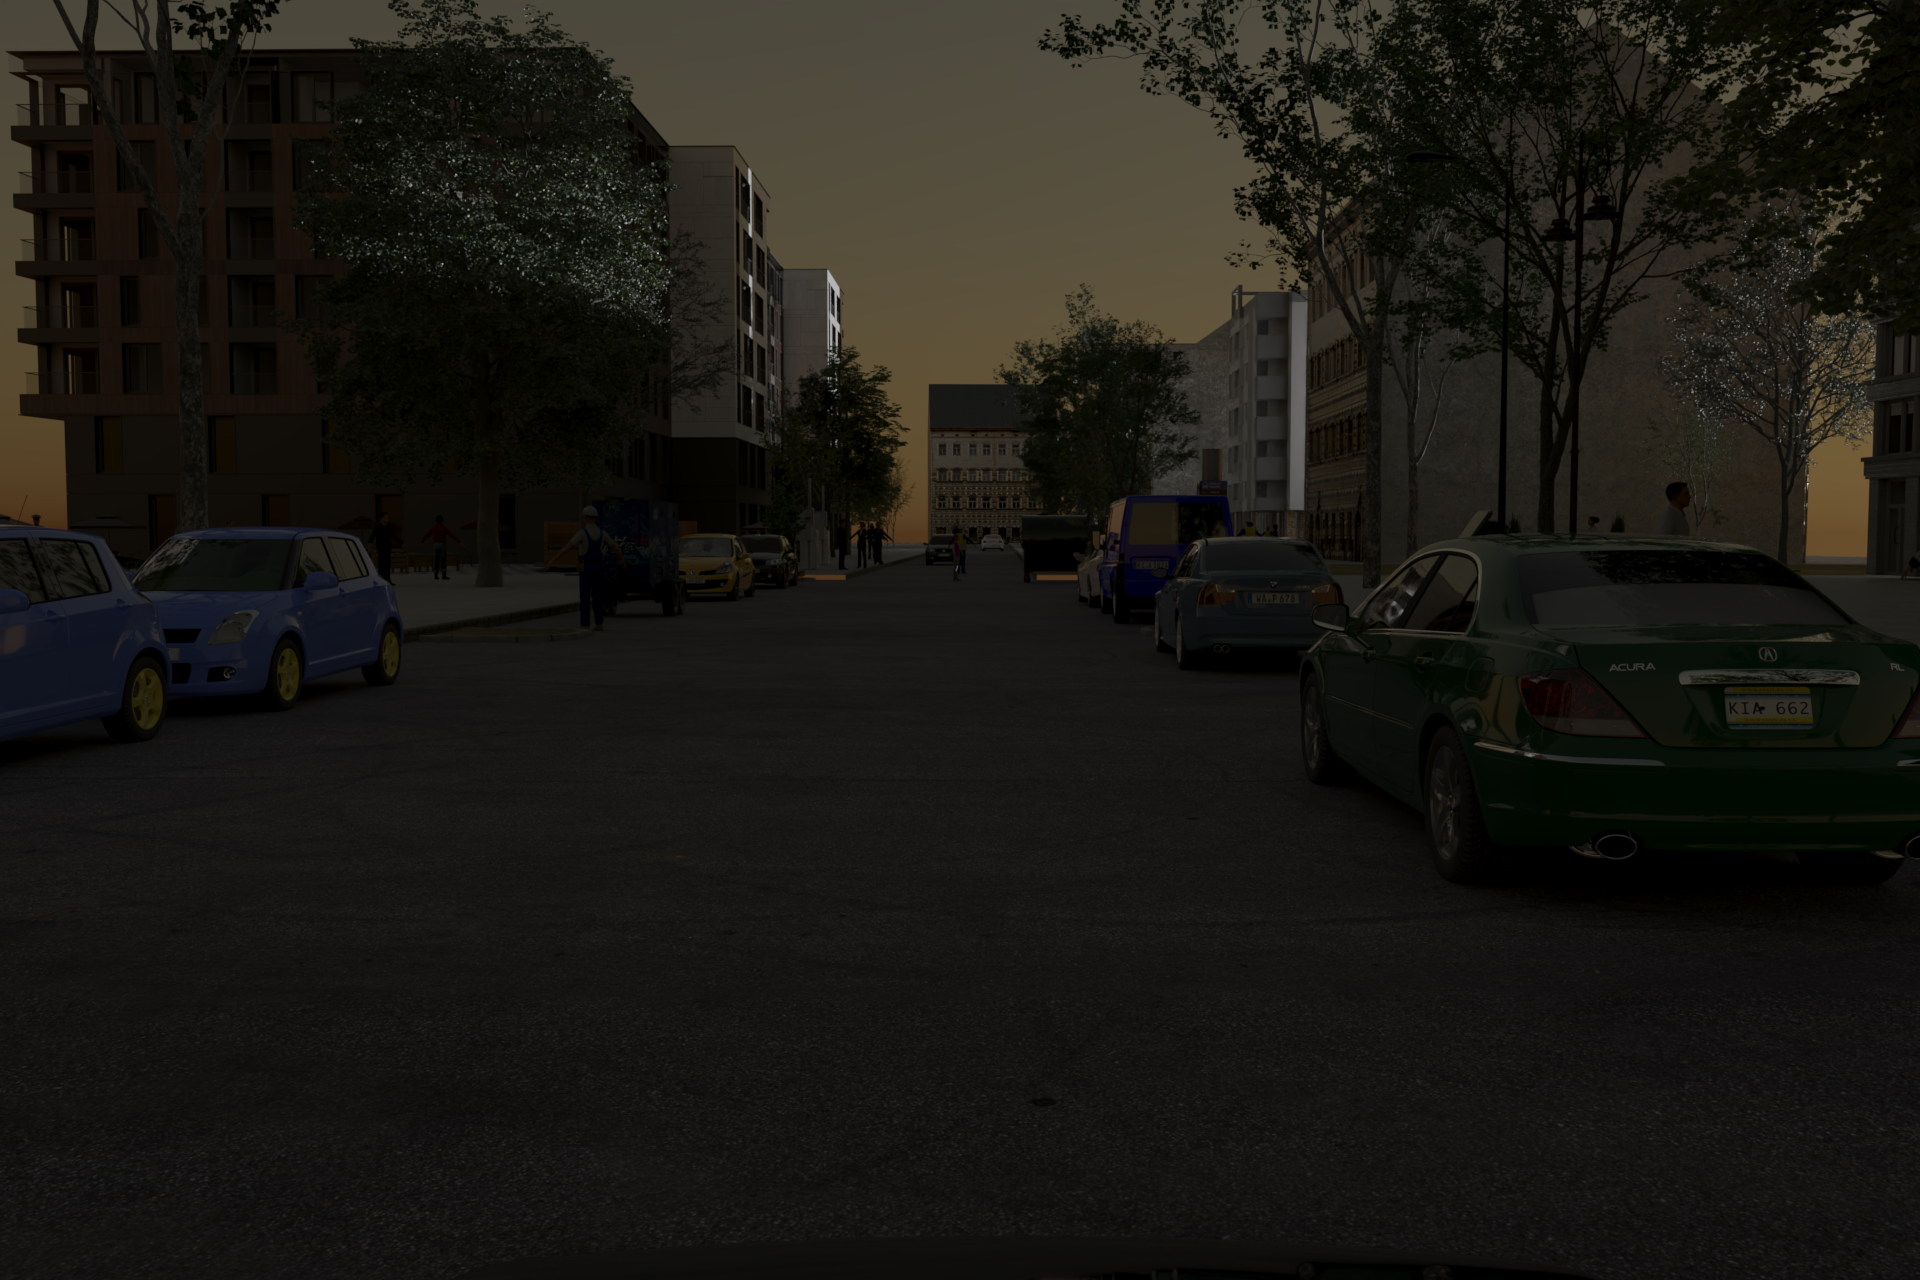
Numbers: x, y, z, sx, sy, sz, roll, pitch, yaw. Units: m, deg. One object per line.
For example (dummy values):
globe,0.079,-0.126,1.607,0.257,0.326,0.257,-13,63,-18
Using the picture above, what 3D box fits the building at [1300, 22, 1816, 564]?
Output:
building,27.548,-15.442,83.413,19.493,23.208,18.063,0,4,2

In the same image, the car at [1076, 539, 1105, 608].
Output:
car,3.421,-1.394,35.148,2.083,1.381,4.827,0,4,0

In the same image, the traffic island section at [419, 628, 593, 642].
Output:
traffic island section,-6.169,-0.064,23.909,1.991,0.108,1.994,0,4,1

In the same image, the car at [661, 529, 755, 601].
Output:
car,-5.583,-1.715,38.272,2.015,1.641,3.980,0,4,1

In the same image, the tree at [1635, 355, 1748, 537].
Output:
tree,30.024,-7.312,69.908,4.360,8.622,3.978,0,3,0

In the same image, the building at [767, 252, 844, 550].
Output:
building,-24.119,-17.600,131.734,27.936,21.610,32.646,0,4,1

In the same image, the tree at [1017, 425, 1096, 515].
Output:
tree,9.109,-14.277,159.190,9.928,11.665,9.643,0,3,0

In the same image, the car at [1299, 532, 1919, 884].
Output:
car,2.910,0.200,8.522,2.131,1.459,4.920,0,4,0

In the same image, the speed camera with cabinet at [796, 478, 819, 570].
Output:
speed camera with cabinet,-5.472,-4.141,62.038,0.660,3.252,2.038,0,4,3

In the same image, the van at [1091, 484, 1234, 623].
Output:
van,3.434,-1.531,29.422,2.240,2.365,5.245,0,4,1

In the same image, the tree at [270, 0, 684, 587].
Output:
tree,-11.336,-8.260,41.711,9.857,13.997,8.962,0,3,0

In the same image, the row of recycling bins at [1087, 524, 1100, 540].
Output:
row of recycling bins,5.458,-4.002,72.545,1.069,1.692,3.534,0,4,0

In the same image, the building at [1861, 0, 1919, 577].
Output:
building,30.139,-11.925,41.657,8.464,21.280,15.925,0,4,1

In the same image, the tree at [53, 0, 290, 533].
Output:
tree,-12.965,-10.353,25.165,12.611,20.169,13.585,0,3,0

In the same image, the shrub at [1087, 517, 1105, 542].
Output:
shrub,5.524,-3.630,63.771,1.690,2.028,1.600,0,3,0

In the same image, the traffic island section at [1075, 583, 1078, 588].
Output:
traffic island section,4.128,-1.462,46.769,1.991,0.108,1.994,0,4,1

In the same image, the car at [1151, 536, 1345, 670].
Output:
car,3.206,-0.461,19.533,2.014,1.417,4.499,0,4,2

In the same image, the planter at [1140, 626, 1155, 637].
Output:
planter,3.587,-0.213,24.615,1.991,0.319,1.994,0,4,1

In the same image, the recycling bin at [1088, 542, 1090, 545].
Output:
recycling bin,4.272,-2.737,57.297,0.722,1.027,0.722,0,4,0

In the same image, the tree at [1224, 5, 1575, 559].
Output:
tree,16.090,-12.701,63.555,12.611,20.169,13.585,0,3,0

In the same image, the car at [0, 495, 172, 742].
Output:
car,-6.476,-0.068,10.703,1.945,1.707,3.694,0,4,2

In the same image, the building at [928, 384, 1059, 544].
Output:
building,4.497,-25.606,252.041,18.063,23.208,19.493,0,4,-2

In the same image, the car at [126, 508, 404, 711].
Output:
car,-6.248,-0.340,15.150,1.945,1.707,3.694,0,4,1

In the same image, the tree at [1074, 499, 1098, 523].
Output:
tree,20.241,-20.915,248.607,9.857,13.997,8.962,0,3,0

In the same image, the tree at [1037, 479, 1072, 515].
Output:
tree,8.893,-11.920,145.250,4.360,8.622,3.978,0,3,0

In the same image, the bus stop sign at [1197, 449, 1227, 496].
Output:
bus stop sign,7.788,-3.950,53.591,0.837,3.901,0.837,0,4,1

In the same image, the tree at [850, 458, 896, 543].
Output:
tree,-12.860,-20.333,250.572,7.486,12.596,7.792,0,3,0

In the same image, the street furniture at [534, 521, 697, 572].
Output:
street furniture,-10.839,-3.396,62.379,9.812,1.723,11.010,-1,4,-14

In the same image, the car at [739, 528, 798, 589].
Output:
car,-5.394,-2.261,46.747,2.009,1.686,4.222,0,4,1

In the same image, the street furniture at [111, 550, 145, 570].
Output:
street furniture,-29.833,-3.015,64.930,5.734,0.657,10.072,-1,4,-23

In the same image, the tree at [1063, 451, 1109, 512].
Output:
tree,8.811,-10.381,120.089,4.737,8.622,4.395,0,3,0

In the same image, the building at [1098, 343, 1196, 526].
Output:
building,29.895,-21.892,201.904,27.936,21.610,32.646,0,4,1

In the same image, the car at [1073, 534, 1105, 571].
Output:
car,3.637,-1.799,39.642,2.015,1.641,3.980,0,4,0

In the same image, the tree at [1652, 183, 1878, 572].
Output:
tree,28.232,-9.079,58.810,12.009,13.543,11.850,0,3,0

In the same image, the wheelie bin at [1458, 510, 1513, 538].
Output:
wheelie bin,6.930,-0.921,22.968,0.693,1.594,0.980,0,4,2

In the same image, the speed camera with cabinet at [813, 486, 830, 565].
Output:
speed camera with cabinet,-5.764,-4.718,71.472,0.660,3.252,2.038,0,4,1

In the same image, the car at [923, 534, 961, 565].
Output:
car,-0.693,-4.337,80.690,2.009,1.686,4.222,0,4,1

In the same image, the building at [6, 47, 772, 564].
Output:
building,-25.839,-15.023,89.603,27.936,21.610,32.646,0,4,1

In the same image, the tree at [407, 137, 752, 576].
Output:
tree,-11.636,-8.734,53.168,12.009,13.543,11.850,0,3,0

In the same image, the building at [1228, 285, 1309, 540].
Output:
building,25.727,-16.866,132.178,16.016,20.090,11.380,0,4,1

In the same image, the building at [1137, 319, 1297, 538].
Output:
building,28.065,-21.122,176.276,19.493,23.208,18.063,0,4,1

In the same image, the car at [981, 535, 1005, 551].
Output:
car,2.756,-8.148,145.575,2.083,1.381,4.827,0,4,1

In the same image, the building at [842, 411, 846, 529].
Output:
building,-22.355,-21.822,187.726,19.493,23.208,18.063,0,4,1
